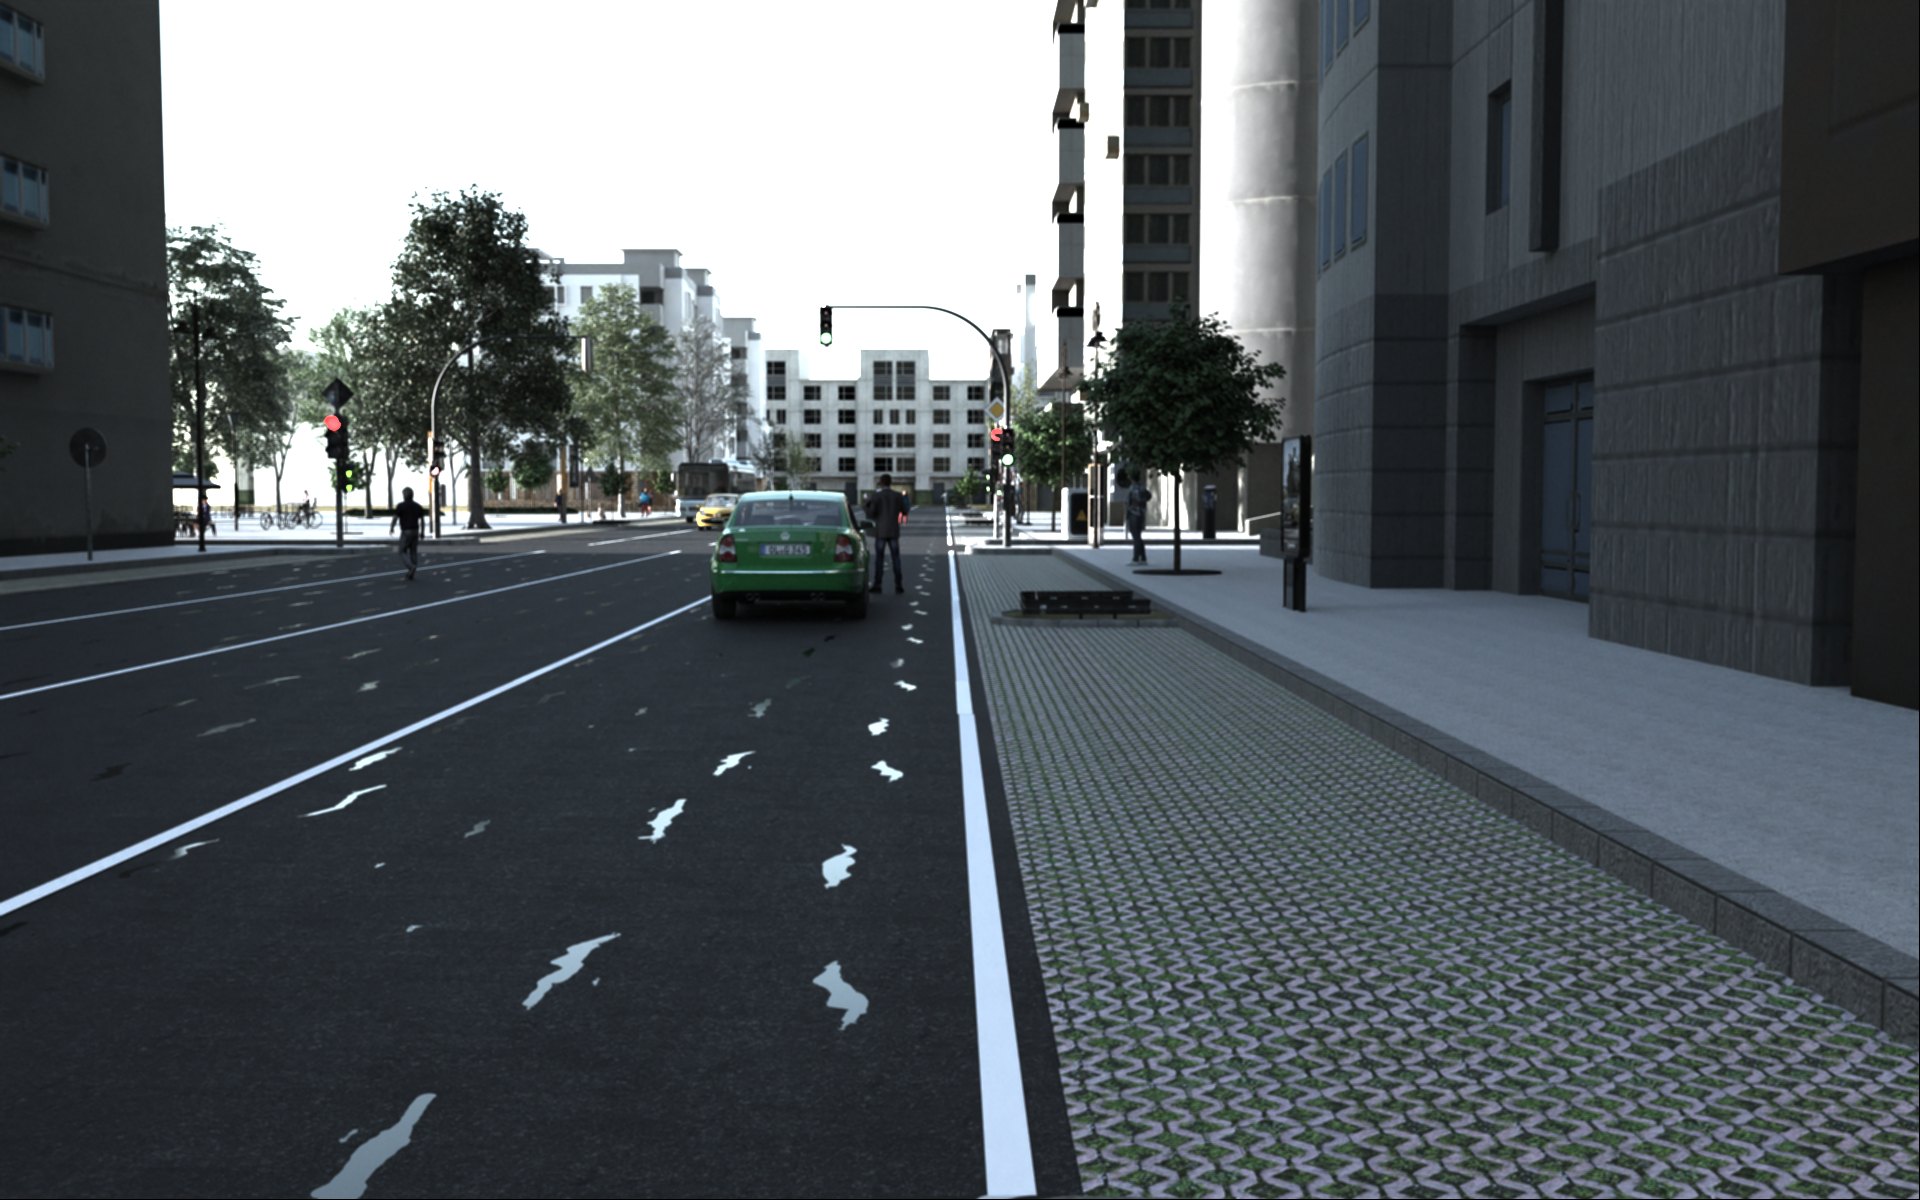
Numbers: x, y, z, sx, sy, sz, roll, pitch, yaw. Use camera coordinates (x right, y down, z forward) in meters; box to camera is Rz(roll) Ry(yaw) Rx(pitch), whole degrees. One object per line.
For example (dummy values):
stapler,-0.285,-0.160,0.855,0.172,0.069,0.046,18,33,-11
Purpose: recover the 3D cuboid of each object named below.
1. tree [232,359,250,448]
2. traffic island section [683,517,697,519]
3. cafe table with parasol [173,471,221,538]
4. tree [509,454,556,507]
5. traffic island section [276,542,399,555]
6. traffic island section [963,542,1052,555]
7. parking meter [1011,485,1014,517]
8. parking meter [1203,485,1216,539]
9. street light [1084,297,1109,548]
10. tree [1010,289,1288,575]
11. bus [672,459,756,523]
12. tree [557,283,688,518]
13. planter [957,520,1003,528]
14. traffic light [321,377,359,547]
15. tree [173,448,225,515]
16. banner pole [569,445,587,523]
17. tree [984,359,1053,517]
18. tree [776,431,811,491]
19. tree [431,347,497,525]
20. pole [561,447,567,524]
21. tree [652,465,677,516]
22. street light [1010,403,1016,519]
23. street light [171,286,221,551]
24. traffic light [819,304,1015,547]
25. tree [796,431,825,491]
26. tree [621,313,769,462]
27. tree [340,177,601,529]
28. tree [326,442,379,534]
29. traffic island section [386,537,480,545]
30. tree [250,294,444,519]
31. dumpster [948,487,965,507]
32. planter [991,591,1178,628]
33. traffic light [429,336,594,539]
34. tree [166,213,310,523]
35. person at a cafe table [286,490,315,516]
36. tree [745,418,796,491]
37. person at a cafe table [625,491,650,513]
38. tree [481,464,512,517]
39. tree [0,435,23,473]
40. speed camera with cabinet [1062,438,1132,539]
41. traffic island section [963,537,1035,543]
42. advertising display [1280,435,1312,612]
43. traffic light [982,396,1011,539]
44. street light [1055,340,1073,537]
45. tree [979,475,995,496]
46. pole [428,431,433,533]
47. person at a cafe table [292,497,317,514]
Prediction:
tree,-46.885,-11.830,119.168,9.928,11.665,9.643,0,3,0
traffic island section,-15.171,-4.830,101.839,1.991,0.108,1.994,0,4,0
cafe table with parasol,-23.030,-2.837,51.256,2.610,1.966,2.610,1,4,23
tree,-29.674,-8.340,120.069,4.285,4.588,4.351,0,3,0
traffic island section,-15.008,-1.199,41.881,2.009,0.180,2.903,0,4,0
traffic island section,1.153,-1.207,42.010,2.009,0.180,2.903,0,4,0
parking meter,2.876,-5.638,97.885,0.399,1.863,0.255,-1,4,-15
parking meter,7.132,-2.513,49.505,0.372,1.533,0.369,0,3,0
street light,3.211,-4.162,40.832,0.468,5.910,1.993,0,4,0
tree,3.474,-2.709,28.008,4.285,4.588,4.351,0,3,0
bus,-12.539,-5.794,89.596,2.948,3.499,13.247,0,4,-1
tree,-18.773,-10.735,93.644,7.486,12.596,7.792,0,3,0
planter,0.878,-3.273,74.653,1.991,0.319,1.994,0,4,0
traffic light,-14.968,-3.231,41.747,0.839,4.253,0.868,0,4,0
tree,-46.941,-7.513,106.559,4.285,4.588,4.351,0,3,0
banner pole,-17.105,-5.347,77.441,0.863,3.779,0.401,-3,5,-43
tree,3.201,-8.847,95.008,4.737,8.622,4.395,0,3,0
tree,-18.622,-14.953,194.835,4.737,8.622,4.395,0,3,0
tree,-20.716,-7.407,71.472,4.737,8.622,4.395,0,3,0
pole,-17.263,-4.990,75.434,0.158,3.312,0.155,0,3,0
tree,-17.715,-6.653,103.374,1.663,3.219,1.824,0,3,0
street light,2.793,-7.037,87.839,0.468,5.910,1.993,0,4,0
street light,-16.969,-4.025,38.602,0.468,5.910,1.993,0,4,0
traffic light,-0.978,-4.102,41.737,4.771,5.953,1.251,0,4,0
tree,-18.104,-15.404,202.215,4.360,8.622,3.978,0,3,0
tree,-18.114,-12.637,116.979,12.009,13.543,11.850,0,3,0
tree,-17.774,-8.926,62.946,9.611,12.733,9.660,0,3,0
tree,-19.747,-3.727,55.542,1.663,3.219,1.824,0,3,0
traffic island section,-15.074,-1.687,49.866,2.009,0.180,2.903,0,4,0
tree,-30.359,-9.980,88.925,9.928,11.665,9.643,0,3,0
dumpster,-0.391,-11.741,196.921,1.985,2.255,1.502,0,4,1
planter,1.344,0.104,19.444,1.991,0.319,1.994,0,4,0
traffic light,-12.943,-4.594,49.784,4.771,5.953,1.251,0,4,0
tree,-34.070,-10.425,77.096,9.857,13.997,8.962,0,3,0
person at a cafe table,-38.540,-5.681,101.407,1.698,1.524,1.622,2,4,27
tree,-18.269,-13.095,164.465,4.360,8.622,3.978,0,3,0
person at a cafe table,-22.081,-6.755,118.962,1.622,1.524,1.698,1,4,10
tree,-25.733,-6.241,96.643,1.663,3.219,1.824,0,3,0
tree,-17.260,-2.139,29.580,1.663,3.219,1.824,0,3,0
speed camera with cabinet,3.969,-3.364,49.334,2.038,3.252,0.660,0,4,-7
traffic island section,1.087,-1.695,49.995,2.009,0.180,2.903,0,4,0
advertising display,3.719,-0.857,19.221,0.123,1.923,0.974,0,4,-2
traffic light,1.047,-3.728,49.881,0.839,4.253,0.868,0,4,0
street light,3.110,-4.841,51.945,0.468,5.910,1.993,0,4,0
tree,2.997,-11.343,180.057,1.663,3.219,1.824,0,3,0
pole,-17.208,-3.830,56.465,0.158,3.312,0.155,0,3,0
person at a cafe table,-42.876,-6.286,113.633,1.698,1.238,1.726,1,4,12
